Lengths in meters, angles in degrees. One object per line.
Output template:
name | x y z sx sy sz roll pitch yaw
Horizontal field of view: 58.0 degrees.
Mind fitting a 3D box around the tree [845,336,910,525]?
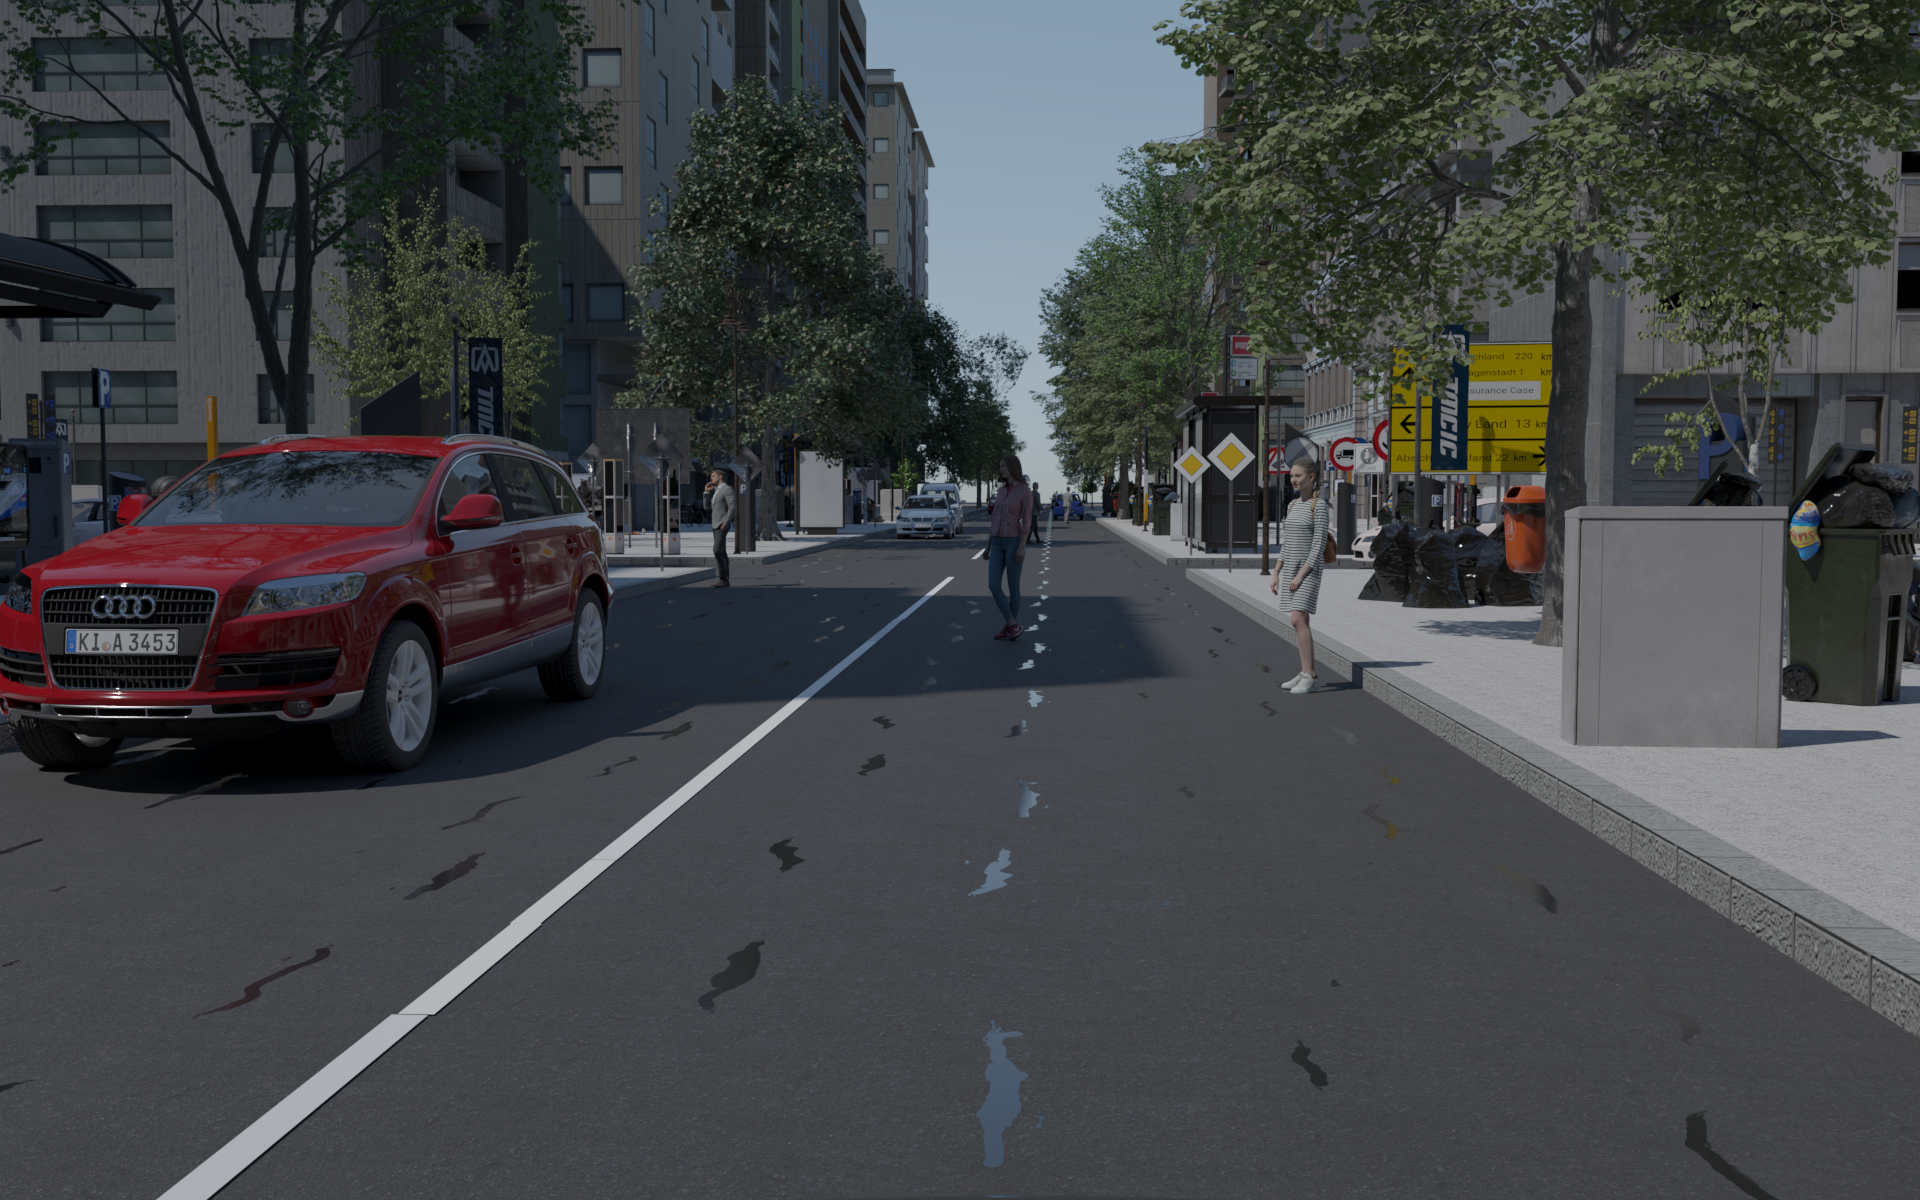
tree | -4.018 -7.469 72.479 4.737 8.622 4.395 0 3 0

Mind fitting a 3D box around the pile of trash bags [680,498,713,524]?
pile of trash bags | -11.472 -3.968 74.630 1.912 1.369 3.447 2 4 27

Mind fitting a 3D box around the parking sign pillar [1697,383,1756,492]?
parking sign pillar | 18.263 -3.232 41.307 1.447 3.967 1.447 -2 4 -26

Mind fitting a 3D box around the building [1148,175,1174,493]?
building | 39.224 -38.789 257.898 21.300 48.544 21.600 0 4 3

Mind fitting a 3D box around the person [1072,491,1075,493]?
person | 8.848 -7.738 136.492 0.593 1.643 0.415 0 4 1

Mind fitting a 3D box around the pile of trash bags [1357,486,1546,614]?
pile of trash bags | 5.902 -0.613 19.778 1.912 1.369 3.447 0 4 -6

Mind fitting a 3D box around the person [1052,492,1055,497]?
person | 12.158 -13.045 222.696 0.541 1.710 0.530 2 4 26

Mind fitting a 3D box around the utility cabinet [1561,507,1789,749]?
utility cabinet | 3.646 0.139 8.883 1.020 1.237 0.306 0 4 5

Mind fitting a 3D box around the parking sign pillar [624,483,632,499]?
parking sign pillar | -14.451 -5.255 74.393 1.447 3.967 1.447 1 4 13

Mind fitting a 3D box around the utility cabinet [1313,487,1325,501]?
utility cabinet | 10.563 -2.674 52.402 0.318 1.500 1.173 -1 4 -22

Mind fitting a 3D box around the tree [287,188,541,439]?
tree | -13.413 -5.561 41.288 4.737 8.622 4.395 0 3 0

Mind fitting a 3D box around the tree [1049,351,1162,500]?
tree | 9.386 -10.428 104.908 8.767 10.594 7.601 1 4 9

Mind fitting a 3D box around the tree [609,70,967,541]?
tree | -5.149 -7.961 47.163 9.611 12.733 9.660 0 3 0

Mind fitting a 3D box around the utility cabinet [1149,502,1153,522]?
utility cabinet | 8.989 -4.138 78.810 1.020 1.237 0.306 2 4 24

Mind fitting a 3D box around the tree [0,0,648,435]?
tree | -7.207 -5.651 18.144 9.928 11.665 9.643 0 3 0

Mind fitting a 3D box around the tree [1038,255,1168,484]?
tree | 12.624 -16.762 129.950 12.611 20.169 13.585 0 3 0

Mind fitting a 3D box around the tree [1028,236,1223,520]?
tree | 8.338 -11.014 86.729 9.857 13.997 8.962 0 3 0

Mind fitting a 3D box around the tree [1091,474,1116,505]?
tree | 12.102 -8.995 141.669 1.663 3.219 1.824 0 3 0

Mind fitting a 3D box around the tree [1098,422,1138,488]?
tree | 10.733 -10.191 116.980 4.737 8.622 4.395 0 3 0

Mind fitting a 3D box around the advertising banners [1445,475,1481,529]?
advertising banners | 7.101 -1.738 24.609 0.090 3.025 2.074 0 4 3

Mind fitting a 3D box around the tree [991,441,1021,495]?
tree | 4.269 -17.343 217.970 7.601 10.594 8.767 1 4 15

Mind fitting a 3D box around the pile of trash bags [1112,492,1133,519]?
pile of trash bags | 9.428 -4.892 89.736 3.447 1.369 1.912 -2 4 -25

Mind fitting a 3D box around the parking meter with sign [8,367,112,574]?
parking meter with sign | -12.731 -1.696 23.984 1.738 3.016 0.543 -1 4 -9

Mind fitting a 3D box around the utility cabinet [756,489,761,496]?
utility cabinet | -9.418 -4.333 79.528 0.318 1.500 1.173 3 4 38

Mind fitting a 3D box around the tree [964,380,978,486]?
tree | 1.969 -15.527 171.995 7.486 12.596 7.792 0 3 0

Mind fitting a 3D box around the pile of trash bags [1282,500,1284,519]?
pile of trash bags | 16.100 -5.008 91.632 3.447 1.369 1.912 2 4 28

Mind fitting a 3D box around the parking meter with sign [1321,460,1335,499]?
parking meter with sign | 18.834 -5.709 89.608 0.543 3.016 1.738 0 4 -6

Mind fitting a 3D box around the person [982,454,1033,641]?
person | 0.453 -0.522 17.051 0.555 1.821 0.388 2 4 34

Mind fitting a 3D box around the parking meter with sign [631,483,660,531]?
parking meter with sign | -11.040 -3.920 60.346 1.738 3.016 0.543 -3 4 -37

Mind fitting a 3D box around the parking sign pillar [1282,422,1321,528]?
parking sign pillar | 12.874 -4.687 65.108 1.447 3.967 1.447 0 4 -1

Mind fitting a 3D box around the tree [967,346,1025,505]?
tree | -2.680 -11.203 100.171 9.611 12.733 9.660 0 3 0

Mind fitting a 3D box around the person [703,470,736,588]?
person | -3.709 -1.103 26.712 0.473 1.802 0.592 -1 4 -15

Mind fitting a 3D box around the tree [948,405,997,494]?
tree | 0.003 -11.080 131.522 4.737 8.622 4.395 0 3 0

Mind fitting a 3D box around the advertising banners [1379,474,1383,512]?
advertising banners | 11.793 -3.202 48.545 0.090 3.025 2.074 1 4 12

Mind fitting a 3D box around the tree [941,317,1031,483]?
tree | 1.001 -20.191 186.017 12.611 20.169 13.585 0 3 0

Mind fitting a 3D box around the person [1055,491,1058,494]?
person | 12.479 -13.180 223.629 1.348 1.869 0.705 0 4 -4

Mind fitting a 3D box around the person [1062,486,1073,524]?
person | 5.289 -4.614 84.131 0.606 1.804 0.583 3 4 36

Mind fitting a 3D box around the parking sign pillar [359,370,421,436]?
parking sign pillar | -12.344 -2.994 37.430 1.447 3.967 1.447 -3 4 -36

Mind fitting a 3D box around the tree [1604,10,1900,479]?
tree | 11.655 -4.594 25.471 4.737 8.622 4.395 0 3 0

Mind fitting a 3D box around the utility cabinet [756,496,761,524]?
utility cabinet | -8.477 -3.874 74.506 1.020 1.237 0.306 -2 4 -26

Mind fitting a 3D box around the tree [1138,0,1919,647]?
tree | 5.511 -5.873 14.154 7.486 12.596 7.792 0 3 0

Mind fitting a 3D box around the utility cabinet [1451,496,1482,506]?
utility cabinet | 16.205 -2.716 55.575 1.020 1.237 0.306 0 4 4

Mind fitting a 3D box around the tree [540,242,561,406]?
tree | -12.720 -5.912 47.026 4.737 8.622 4.395 0 3 0

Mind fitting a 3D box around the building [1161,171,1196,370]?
building | 35.140 -36.055 239.602 14.600 45.320 14.200 0 4 3

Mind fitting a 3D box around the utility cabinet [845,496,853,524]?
utility cabinet | -4.732 -3.906 75.029 0.306 1.237 1.020 -1 4 -22

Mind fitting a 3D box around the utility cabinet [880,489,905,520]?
utility cabinet | -3.238 -4.560 83.240 1.173 1.500 0.318 2 4 25

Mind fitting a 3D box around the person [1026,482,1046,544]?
person | 2.181 -2.488 49.573 0.834 1.777 0.661 -3 5 -42

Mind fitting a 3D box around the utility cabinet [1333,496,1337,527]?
utility cabinet | 14.623 -3.414 66.977 0.306 1.237 1.020 1 4 19

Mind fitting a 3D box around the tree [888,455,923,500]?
tree | -2.775 -5.577 85.787 1.663 3.219 1.824 0 3 0

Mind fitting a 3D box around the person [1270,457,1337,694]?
person | 2.520 -0.194 12.679 0.522 1.701 0.512 -2 4 -27

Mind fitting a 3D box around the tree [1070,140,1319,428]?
tree | 6.964 -7.684 51.382 9.928 11.665 9.643 0 3 0

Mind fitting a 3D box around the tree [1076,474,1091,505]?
tree | 11.619 -9.815 155.083 1.663 3.219 1.824 0 3 0

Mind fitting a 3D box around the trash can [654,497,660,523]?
trash can | -13.254 -3.957 76.343 0.748 1.137 0.748 0 3 0

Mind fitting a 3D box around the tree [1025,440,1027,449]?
tree | 3.336 -17.600 204.769 9.611 12.733 9.660 0 3 0

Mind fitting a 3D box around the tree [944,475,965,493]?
tree | -0.458 -8.637 135.823 1.663 3.219 1.824 0 3 0

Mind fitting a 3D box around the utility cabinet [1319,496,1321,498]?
utility cabinet | 9.348 -2.169 46.624 0.306 1.237 1.020 -1 4 -15

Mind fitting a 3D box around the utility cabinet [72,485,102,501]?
utility cabinet | -22.122 -2.128 43.471 1.173 1.500 0.318 0 4 -1

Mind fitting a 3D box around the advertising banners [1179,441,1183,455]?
advertising banners | 8.115 -3.753 57.552 2.074 3.025 0.090 -2 4 -28

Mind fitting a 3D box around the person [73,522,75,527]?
person | -16.505 -1.378 31.709 0.731 1.740 0.598 1 4 14
